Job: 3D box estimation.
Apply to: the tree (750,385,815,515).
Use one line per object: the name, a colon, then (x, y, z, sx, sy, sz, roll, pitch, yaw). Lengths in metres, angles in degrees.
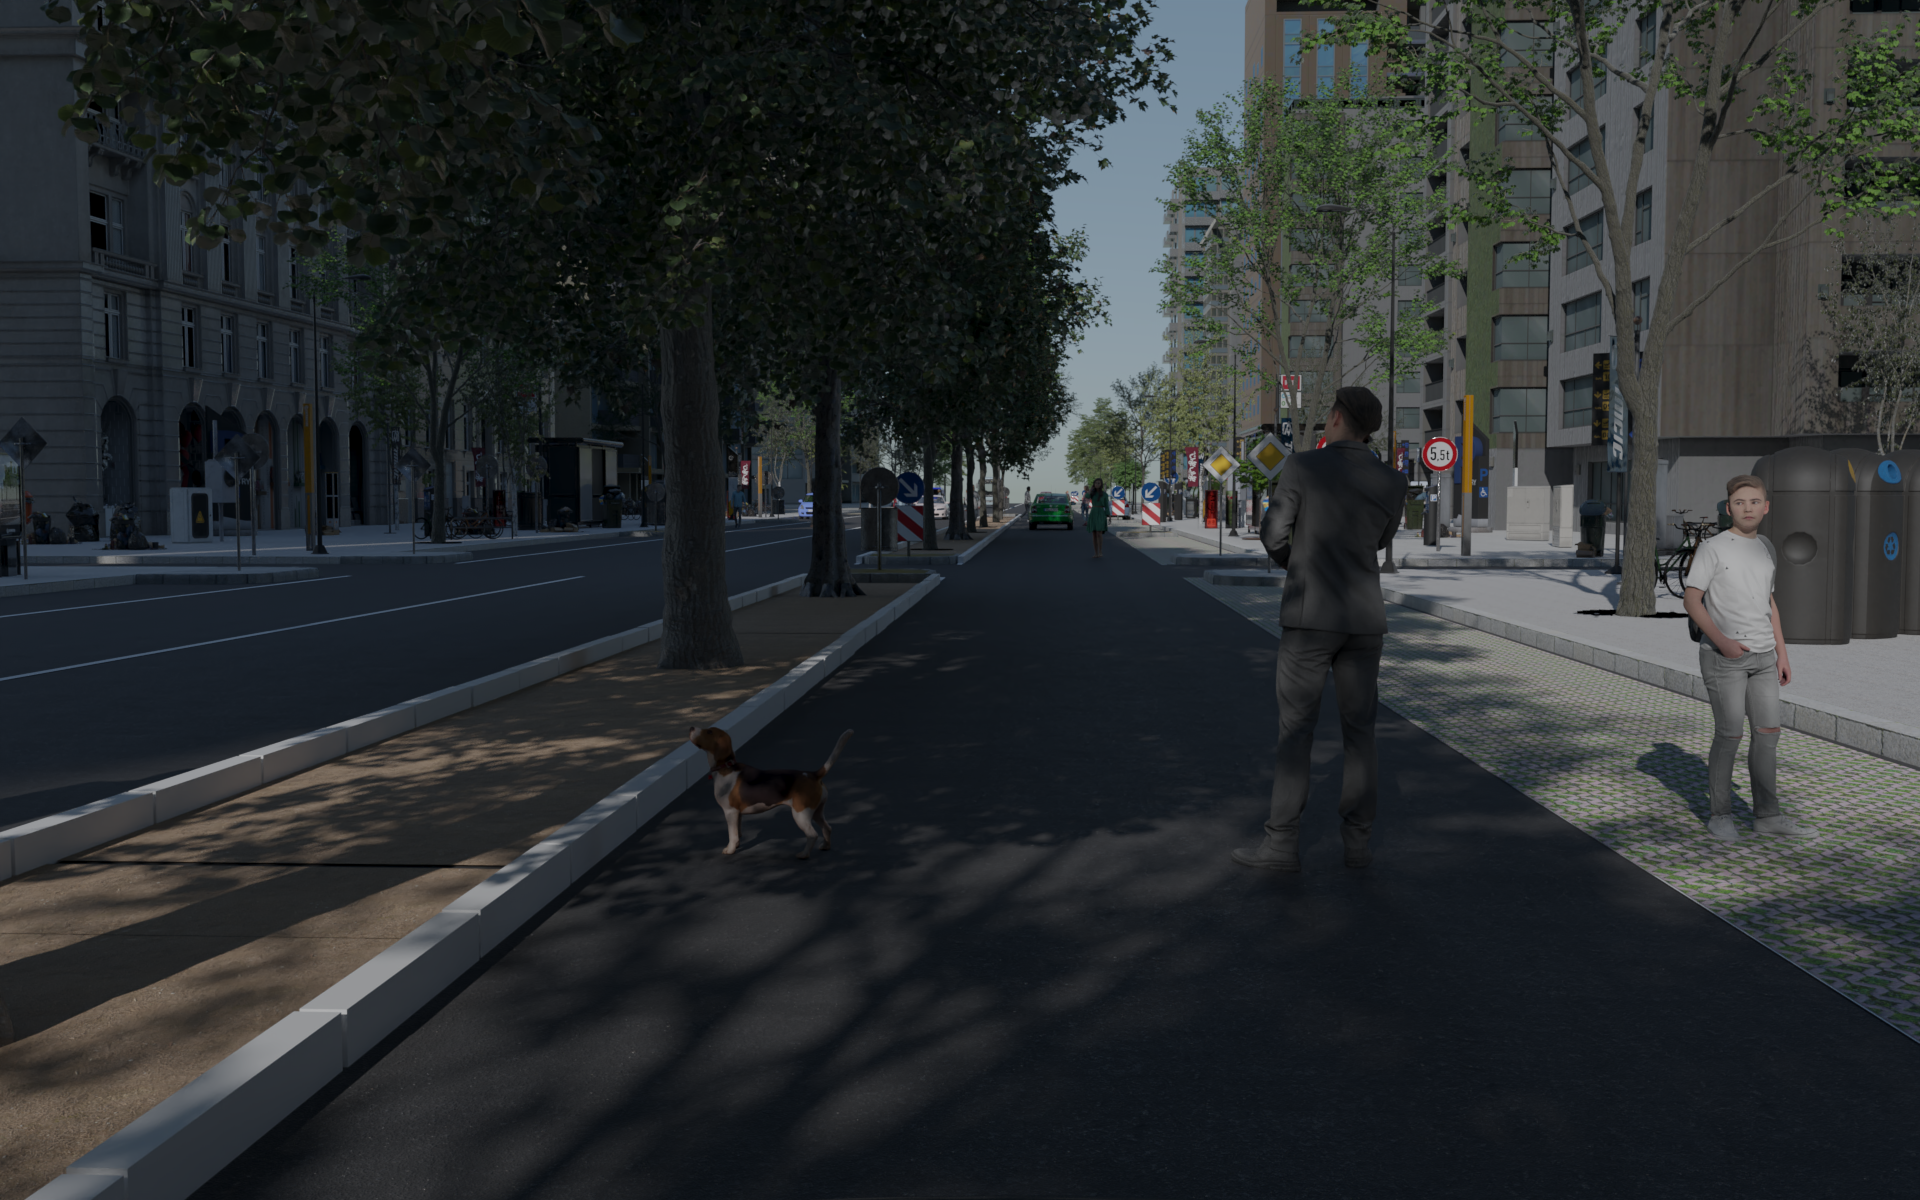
tree: (-10.963, -9.489, 105.500, 4.360, 8.622, 3.978, 0, 3, 0)

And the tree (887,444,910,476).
tree: (-5.267, -16.925, 211.132, 8.767, 10.594, 7.601, -3, 5, -41)

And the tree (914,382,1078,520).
tree: (2.215, -9.697, 95.409, 8.767, 10.594, 7.601, 0, 4, 3)

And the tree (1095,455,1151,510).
tree: (14.082, -9.724, 142.706, 4.285, 4.588, 4.351, 0, 3, 0)

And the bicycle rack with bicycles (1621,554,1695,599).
bicycle rack with bicycles: (9.382, -0.458, 20.863, 2.925, 0.926, 2.852, 0, 4, -7)

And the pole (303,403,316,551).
pole: (-14.678, -2.766, 39.070, 0.158, 3.312, 0.155, 0, 3, 0)

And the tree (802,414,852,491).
tree: (-9.884, -10.883, 128.292, 4.737, 8.622, 4.395, 0, 3, 0)

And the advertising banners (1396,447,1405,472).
advertising banners: (15.952, -4.186, 64.634, 2.074, 3.025, 0.090, -3, 4, -38)

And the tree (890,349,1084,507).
tree: (2.322, -11.785, 105.512, 12.009, 13.543, 11.850, 0, 3, 0)

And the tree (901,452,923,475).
tree: (-5.931, -15.267, 199.971, 4.360, 8.622, 3.978, 0, 3, 0)

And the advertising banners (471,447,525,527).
advertising banners: (-17.321, -4.220, 65.190, 2.074, 3.025, 0.090, -2, 4, -26)

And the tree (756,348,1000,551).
tree: (-0.864, -7.064, 43.704, 9.928, 11.665, 9.643, 0, 3, 0)

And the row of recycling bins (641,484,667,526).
row of recycling bins: (-12.556, -3.964, 71.925, 1.069, 1.692, 3.534, -1, 4, -18)

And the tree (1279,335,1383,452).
tree: (16.919, -7.991, 81.019, 4.360, 8.622, 3.978, 0, 3, 0)

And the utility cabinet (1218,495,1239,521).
utility cabinet: (13.010, -4.454, 83.983, 1.020, 1.237, 0.306, 1, 4, 22)

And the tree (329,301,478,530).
tree: (-19.914, -6.762, 60.922, 4.737, 8.622, 4.395, 0, 3, 0)

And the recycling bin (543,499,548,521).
recycling bin: (-19.498, -4.284, 82.589, 0.722, 1.027, 0.722, 3, 4, 37)

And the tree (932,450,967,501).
tree: (-2.233, -21.278, 266.017, 7.486, 12.596, 7.792, 0, 3, 0)

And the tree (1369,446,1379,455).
tree: (14.670, -4.184, 63.002, 1.663, 3.219, 1.824, 0, 3, 0)

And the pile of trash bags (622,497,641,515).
pile of trash bags: (-20.201, -5.934, 106.779, 1.912, 1.369, 3.447, 1, 4, 22)

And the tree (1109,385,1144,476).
tree: (11.921, -9.096, 99.079, 4.737, 8.622, 4.395, 0, 3, 0)

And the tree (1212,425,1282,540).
tree: (8.282, -3.296, 48.495, 1.663, 3.219, 1.824, 0, 3, 0)

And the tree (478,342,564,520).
tree: (-20.518, -7.867, 78.994, 4.737, 8.622, 4.395, 0, 3, 0)

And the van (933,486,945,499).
van: (-2.454, -9.311, 156.611, 2.240, 2.365, 5.245, 0, 4, 4)

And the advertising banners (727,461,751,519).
advertising banners: (-11.951, -5.760, 90.370, 2.074, 3.025, 0.090, 0, 4, -7)

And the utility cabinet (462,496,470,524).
utility cabinet: (-20.992, -3.816, 73.549, 0.306, 1.237, 1.020, -1, 4, -14)

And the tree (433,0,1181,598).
tree: (-1.836, -6.381, 23.797, 9.611, 12.733, 9.660, 0, 3, 0)

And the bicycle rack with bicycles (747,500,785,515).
bicycle rack with bicycles: (-12.262, -5.795, 108.130, 2.925, 0.926, 2.852, -2, 4, -23)

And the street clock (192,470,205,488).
street clock: (-22.574, -2.868, 51.470, 0.471, 2.002, 0.358, 2, 4, 33)

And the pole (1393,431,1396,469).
pole: (14.024, -3.808, 56.097, 0.158, 3.312, 0.155, 0, 3, 0)

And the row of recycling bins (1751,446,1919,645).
row of recycling bins: (8.398, -0.532, 15.814, 3.534, 1.692, 1.069, -2, 4, -33)

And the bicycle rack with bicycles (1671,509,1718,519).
bicycle rack with bicycles: (16.877, -1.648, 40.322, 2.852, 0.926, 2.925, -2, 4, -32)

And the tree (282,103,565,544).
tree: (-13.400, -7.255, 44.371, 9.928, 11.665, 9.643, 0, 3, 0)

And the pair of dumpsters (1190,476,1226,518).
pair of dumpsters: (13.352, -5.553, 93.282, 1.574, 2.255, 4.437, 0, 4, 3)

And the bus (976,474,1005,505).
bus: (3.208, -11.368, 180.728, 2.948, 3.499, 13.247, 0, 4, 2)

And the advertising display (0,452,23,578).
advertising display: (-14.849, -1.332, 26.985, 0.123, 1.923, 0.974, -1, 4, -10)

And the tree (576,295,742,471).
tree: (-12.822, -8.610, 75.184, 7.601, 10.594, 8.767, 2, 4, 34)

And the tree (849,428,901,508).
tree: (-7.953, -12.303, 151.514, 4.360, 8.622, 3.978, 0, 3, 0)

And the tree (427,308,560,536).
tree: (-13.709, -6.251, 52.561, 4.360, 8.622, 3.978, 0, 3, 0)

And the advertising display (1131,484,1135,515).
advertising display: (10.669, -6.230, 107.069, 0.123, 1.923, 0.974, 0, 4, -1)

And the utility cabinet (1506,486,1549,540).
utility cabinet: (15.614, -2.382, 47.620, 0.318, 1.500, 1.173, -3, 4, -37)

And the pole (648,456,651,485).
pole: (-16.546, -6.031, 92.445, 0.158, 3.312, 0.155, 0, 3, 0)

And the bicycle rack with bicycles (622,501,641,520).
bicycle rack with bicycles: (-16.734, -4.375, 84.906, 2.925, 0.926, 2.852, 3, 5, 41)

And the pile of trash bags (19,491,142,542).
pile of trash bags: (-23.966, -2.281, 47.047, 3.447, 1.369, 1.912, -1, 4, -12)

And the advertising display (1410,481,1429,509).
advertising display: (22.072, -4.771, 83.226, 0.974, 1.923, 0.123, 3, 5, 43)

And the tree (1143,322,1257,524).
tree: (10.364, -7.544, 73.706, 4.737, 8.622, 4.395, 0, 3, 0)

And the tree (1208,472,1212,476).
tree: (15.512, -6.904, 107.484, 1.663, 3.219, 1.824, 0, 3, 0)

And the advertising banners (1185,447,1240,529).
advertising banners: (9.337, -4.153, 64.094, 2.074, 3.025, 0.090, 0, 4, -1)

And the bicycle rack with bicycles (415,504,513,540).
bicycle rack with bicycles: (-14.143, -2.202, 49.388, 2.925, 0.926, 2.852, -2, 4, -34)

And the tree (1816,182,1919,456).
tree: (22.565, -5.574, 41.489, 4.360, 8.622, 3.978, 0, 3, 0)

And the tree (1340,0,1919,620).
tree: (7.056, -5.626, 17.733, 9.928, 11.665, 9.643, 0, 3, 0)

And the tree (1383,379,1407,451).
tree: (25.095, -9.559, 106.657, 4.360, 8.622, 3.978, 0, 3, 0)

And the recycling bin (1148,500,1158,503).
recycling bin: (11.464, -5.441, 101.516, 0.722, 1.027, 0.722, 1, 4, 21)

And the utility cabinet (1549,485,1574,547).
utility cabinet: (14.530, -2.025, 41.786, 0.318, 1.500, 1.173, 1, 4, 11)

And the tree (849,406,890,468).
tree: (-6.810, -16.732, 183.930, 12.009, 13.543, 11.850, 0, 3, 0)

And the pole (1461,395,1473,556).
pole: (10.482, -2.566, 35.794, 0.158, 3.312, 0.155, 0, 3, 0)

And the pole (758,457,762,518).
pole: (-10.888, -6.146, 94.334, 0.158, 3.312, 0.155, 0, 3, 0)
